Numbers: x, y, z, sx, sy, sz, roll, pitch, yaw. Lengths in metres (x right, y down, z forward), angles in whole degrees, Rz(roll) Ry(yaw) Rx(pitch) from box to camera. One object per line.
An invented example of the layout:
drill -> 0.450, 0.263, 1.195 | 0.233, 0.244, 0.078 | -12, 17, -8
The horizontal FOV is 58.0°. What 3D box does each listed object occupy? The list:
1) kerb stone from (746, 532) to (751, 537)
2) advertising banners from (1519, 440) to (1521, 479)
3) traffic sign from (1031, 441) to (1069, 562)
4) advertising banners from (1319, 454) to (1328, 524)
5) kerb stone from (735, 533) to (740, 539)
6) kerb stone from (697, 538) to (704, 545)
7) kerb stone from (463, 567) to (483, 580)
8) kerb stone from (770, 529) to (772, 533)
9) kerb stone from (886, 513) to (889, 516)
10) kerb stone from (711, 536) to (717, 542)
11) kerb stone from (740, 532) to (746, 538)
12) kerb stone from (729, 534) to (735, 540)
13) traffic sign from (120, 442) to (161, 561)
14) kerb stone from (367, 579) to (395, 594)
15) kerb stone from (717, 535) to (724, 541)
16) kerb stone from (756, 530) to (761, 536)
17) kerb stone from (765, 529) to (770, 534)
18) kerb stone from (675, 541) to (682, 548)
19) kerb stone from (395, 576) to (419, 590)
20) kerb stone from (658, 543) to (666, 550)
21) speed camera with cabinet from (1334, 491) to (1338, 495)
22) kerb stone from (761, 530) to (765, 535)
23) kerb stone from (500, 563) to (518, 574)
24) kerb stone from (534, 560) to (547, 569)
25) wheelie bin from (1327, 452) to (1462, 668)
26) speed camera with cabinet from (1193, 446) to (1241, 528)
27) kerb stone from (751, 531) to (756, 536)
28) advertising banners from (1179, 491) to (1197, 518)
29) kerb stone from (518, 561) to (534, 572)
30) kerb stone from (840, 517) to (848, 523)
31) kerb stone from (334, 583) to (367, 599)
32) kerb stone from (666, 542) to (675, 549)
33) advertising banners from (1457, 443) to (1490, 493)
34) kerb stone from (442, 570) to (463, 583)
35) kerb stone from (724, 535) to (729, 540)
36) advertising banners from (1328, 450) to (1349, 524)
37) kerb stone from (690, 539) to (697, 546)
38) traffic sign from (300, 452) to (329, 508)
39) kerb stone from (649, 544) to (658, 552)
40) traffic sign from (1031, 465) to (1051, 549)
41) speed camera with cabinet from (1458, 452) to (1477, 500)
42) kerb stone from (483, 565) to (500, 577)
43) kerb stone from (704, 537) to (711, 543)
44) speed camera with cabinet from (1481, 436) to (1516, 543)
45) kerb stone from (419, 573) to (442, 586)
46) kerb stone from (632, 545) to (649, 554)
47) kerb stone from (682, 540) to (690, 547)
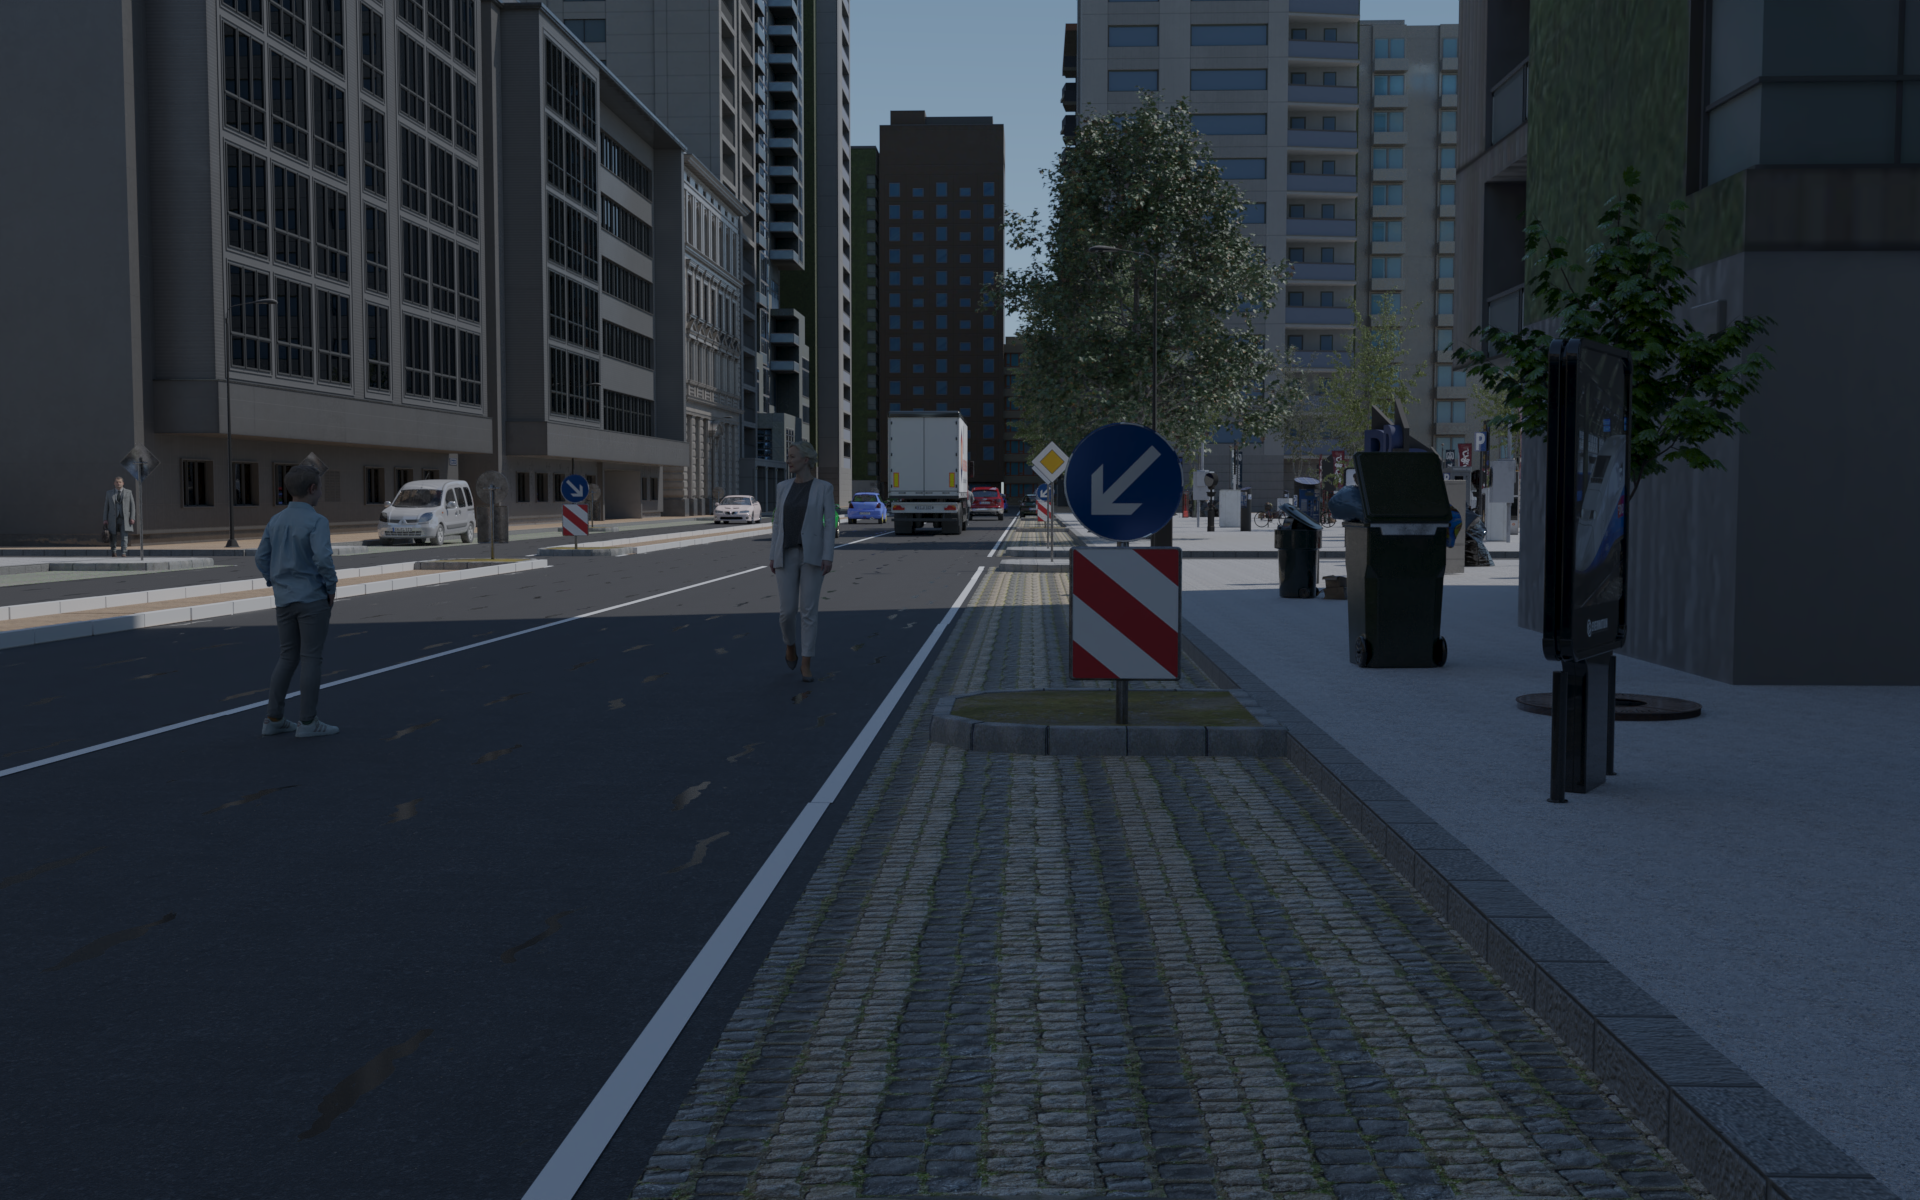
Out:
kerb stone -> -7.171, -2.162, 57.543 | 0.120, 0.150, 1.000 | 0, 4, 2
advertising banners -> 10.690, -2.139, 31.153 | 2.074, 3.025, 0.090 | -2, 4, -30
traffic sign -> 1.733, -1.774, 32.646 | 0.795, 2.450, 0.064 | 0, 4, 2
advertising banners -> 15.670, -4.790, 74.501 | 0.090, 3.025, 2.074 | 0, 3, 0
kerb stone -> -7.259, -2.036, 55.490 | 0.120, 0.150, 1.000 | 0, 4, 2
kerb stone -> -7.510, -1.657, 49.339 | 0.120, 0.150, 1.000 | 0, 4, 2
kerb stone -> -8.340, -0.435, 29.305 | 0.120, 0.150, 1.000 | 0, 4, 2
kerb stone -> -6.959, -2.469, 62.693 | 0.120, 0.150, 1.000 | 0, 4, 2
kerb stone -> -4.791, -5.668, 114.917 | 0.120, 0.150, 1.000 | 0, 4, 2
kerb stone -> -7.425, -1.785, 51.381 | 0.120, 0.150, 1.000 | 0, 4, 2
kerb stone -> -7.216, -2.099, 56.521 | 0.120, 0.150, 1.000 | 0, 4, 2
kerb stone -> -7.292, -1.974, 54.468 | 0.120, 0.150, 1.000 | 0, 4, 2
traffic sign -> -15.795, -1.819, 33.389 | 0.795, 2.450, 0.064 | 0, 4, 2
kerb stone -> -8.508, -0.180, 25.199 | 0.120, 0.150, 1.000 | 0, 4, 2
kerb stone -> -7.382, -1.849, 52.419 | 0.120, 0.150, 1.000 | 0, 4, 2
kerb stone -> -7.085, -2.288, 59.606 | 0.120, 0.150, 1.000 | 0, 4, 2
kerb stone -> -6.999, -2.414, 61.659 | 0.120, 0.150, 1.000 | 0, 4, 2
kerb stone -> -7.644, -1.469, 46.256 | 0.120, 0.150, 1.000 | 0, 4, 2
kerb stone -> -8.463, -0.246, 26.221 | 0.120, 0.150, 1.000 | 0, 4, 2
kerb stone -> -7.725, -1.347, 44.213 | 0.120, 0.150, 1.000 | 0, 4, 2
speed camera with cabinet -> 21.390, -6.224, 96.106 | 2.038, 3.252, 0.660 | 1, 4, 16
kerb stone -> -7.040, -2.351, 60.630 | 0.120, 0.150, 1.000 | 0, 4, 2
kerb stone -> -8.260, -0.561, 31.365 | 0.120, 0.150, 1.000 | 0, 4, 2
kerb stone -> -8.167, -0.685, 33.428 | 0.120, 0.150, 1.000 | 0, 4, 2
wheelie bin -> 3.221, -0.309, 12.961 | 0.980, 1.594, 0.693 | 0, 4, -4
speed camera with cabinet -> 10.033, -4.423, 66.644 | 2.038, 3.252, 0.660 | 2, 4, 27
kerb stone -> -7.128, -2.225, 58.575 | 0.120, 0.150, 1.000 | 0, 4, 2
advertising banners -> 12.169, -5.938, 93.271 | 2.074, 3.025, 0.090 | -3, 5, -42
kerb stone -> -8.214, -0.624, 32.395 | 0.120, 0.150, 1.000 | 0, 4, 2
kerb stone -> -5.895, -4.042, 88.288 | 0.120, 0.150, 1.000 | 0, 4, 2
kerb stone -> -8.558, -0.114, 24.173 | 0.120, 0.150, 1.000 | 0, 4, 2
kerb stone -> -7.684, -1.405, 45.235 | 0.120, 0.150, 1.000 | 0, 4, 2
advertising banners -> 17.945, -3.846, 59.071 | 2.074, 3.025, 0.090 | 3, 4, 38
kerb stone -> -8.380, -0.372, 28.284 | 0.120, 0.150, 1.000 | 0, 4, 2
kerb stone -> -7.342, -1.910, 53.447 | 0.120, 0.150, 1.000 | 0, 4, 2
advertising banners -> 15.909, -4.474, 69.332 | 2.074, 3.025, 0.090 | 1, 4, 17
kerb stone -> -7.561, -1.597, 48.309 | 0.120, 0.150, 1.000 | 0, 4, 2
traffic sign -> -15.465, -2.307, 41.368 | 0.795, 2.450, 0.064 | 0, 4, 2
kerb stone -> -7.764, -1.284, 43.189 | 0.120, 0.150, 1.000 | 0, 4, 2
traffic sign -> 2.064, -2.262, 40.624 | 0.795, 2.450, 0.064 | 0, 4, 2
speed camera with cabinet -> 24.196, -5.362, 82.012 | 2.038, 3.252, 0.660 | -1, 4, -8
kerb stone -> -8.304, -0.497, 30.327 | 0.120, 0.150, 1.000 | 0, 4, 2
kerb stone -> -7.462, -1.723, 50.360 | 0.120, 0.150, 1.000 | 0, 4, 2
speed camera with cabinet -> 14.442, -3.192, 46.519 | 0.660, 3.252, 2.038 | 1, 4, 9
kerb stone -> -8.424, -0.310, 27.257 | 0.120, 0.150, 1.000 | 0, 4, 2
kerb stone -> -7.803, -1.221, 42.155 | 0.120, 0.150, 1.000 | 0, 4, 2
kerb stone -> -7.593, -1.534, 47.277 | 0.120, 0.150, 1.000 | 0, 4, 2
